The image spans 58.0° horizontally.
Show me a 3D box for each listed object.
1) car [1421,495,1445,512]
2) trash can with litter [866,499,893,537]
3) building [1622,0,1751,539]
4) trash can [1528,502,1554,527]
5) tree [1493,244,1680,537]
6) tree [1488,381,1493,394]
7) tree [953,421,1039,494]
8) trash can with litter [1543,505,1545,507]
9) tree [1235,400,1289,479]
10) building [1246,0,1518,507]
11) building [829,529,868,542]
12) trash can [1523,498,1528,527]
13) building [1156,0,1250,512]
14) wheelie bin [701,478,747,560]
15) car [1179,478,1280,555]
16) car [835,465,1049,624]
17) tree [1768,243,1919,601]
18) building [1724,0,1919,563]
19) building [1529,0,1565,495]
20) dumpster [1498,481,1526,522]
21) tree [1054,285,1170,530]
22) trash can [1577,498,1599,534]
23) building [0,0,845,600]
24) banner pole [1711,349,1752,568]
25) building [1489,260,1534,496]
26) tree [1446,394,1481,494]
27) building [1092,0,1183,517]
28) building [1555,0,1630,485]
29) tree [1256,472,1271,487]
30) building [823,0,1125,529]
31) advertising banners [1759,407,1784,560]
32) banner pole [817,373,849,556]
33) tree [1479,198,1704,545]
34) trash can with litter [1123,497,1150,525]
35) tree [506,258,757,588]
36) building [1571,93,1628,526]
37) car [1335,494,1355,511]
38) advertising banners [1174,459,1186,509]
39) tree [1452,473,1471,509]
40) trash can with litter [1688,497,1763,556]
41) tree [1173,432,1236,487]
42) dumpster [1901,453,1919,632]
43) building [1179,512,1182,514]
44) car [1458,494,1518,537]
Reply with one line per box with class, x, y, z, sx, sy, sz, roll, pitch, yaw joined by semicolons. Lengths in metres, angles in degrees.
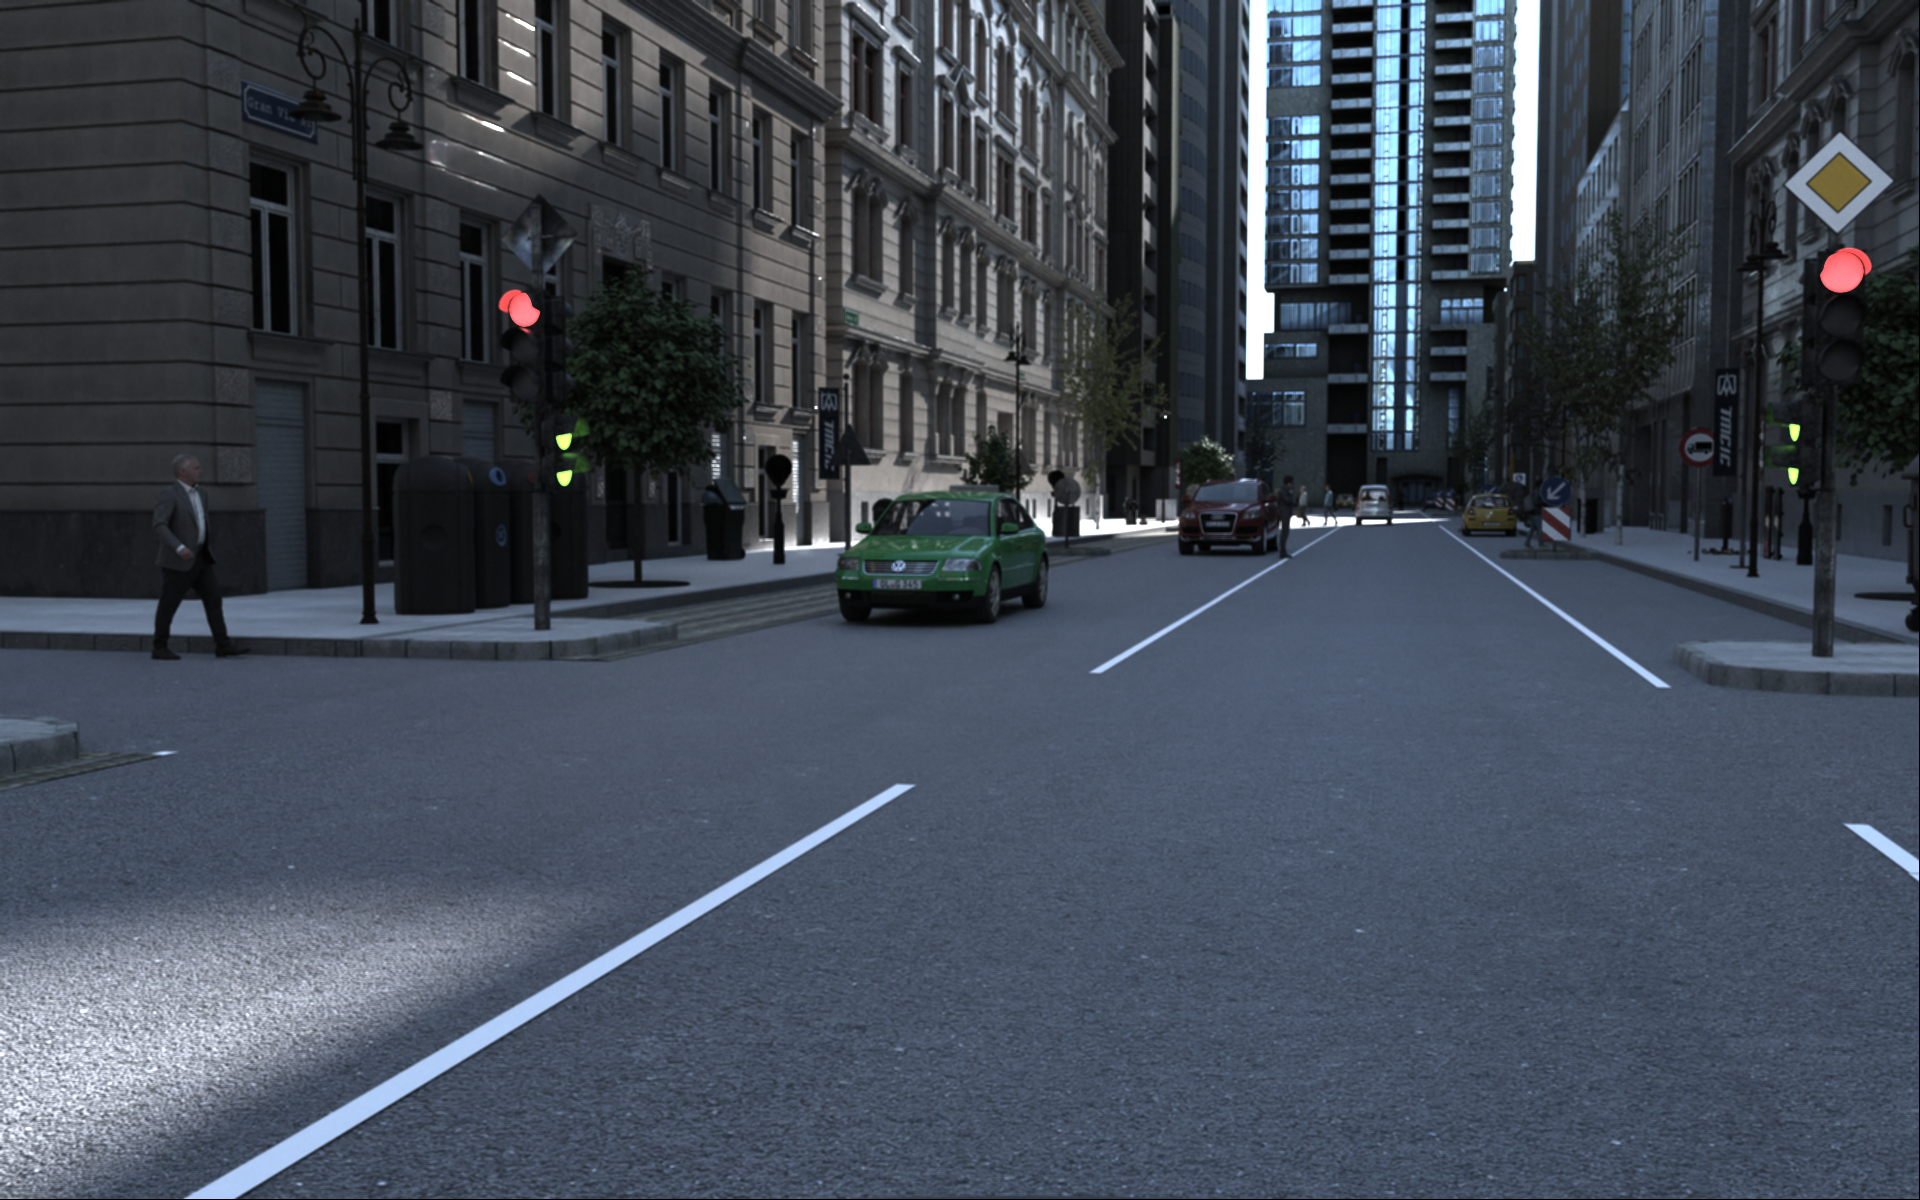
car;38.987;-7.957;142.669;1.945;1.354;3.894;1;4;13
trash can with litter;-1.904;-1.904;42.523;0.624;1.170;1.055;1;4;16
building;29.700;-14.637;57.344;12.078;24.808;19.932;1;4;14
trash can;20.453;-2.981;60.387;0.748;1.137;0.748;0;3;0
tree;18.487;-6.144;50.820;4.360;8.622;3.978;0;3;0
tree;24.401;-7.498;72.948;4.360;8.622;3.978;0;3;0
tree;0.899;-3.037;44.249;1.663;3.219;1.824;0;3;0
trash can with litter;21.858;-3.235;64.281;1.055;1.170;0.624;1;4;18
tree;23.403;-11.323;135.488;4.360;8.622;3.978;0;3;0
building;44.132;-53.089;180.674;31.000;86.520;22.319;1;4;14
building;-6.351;-16.518;57.457;14.401;28.519;23.554;1;4;14
trash can;22.014;-3.360;66.590;0.748;1.137;0.748;0;3;0
building;11.087;-37.407;153.596;28.212;58.520;21.231;1;4;14
wheelie bin;-4.628;-1.582;33.771;0.693;1.594;0.980;2;4;28
car;6.645;-2.063;42.405;2.281;1.827;5.304;1;4;16
car;-0.121;-0.729;20.708;1.959;1.807;4.718;1;4;14
tree;11.817;-2.297;21.263;4.285;4.588;4.351;0;3;0
building;25.157;-15.199;35.889;14.401;28.519;23.554;1;4;14
building;47.781;-34.743;110.043;21.231;58.520;28.212;1;4;14
dumpster;25.616;-4.564;80.388;1.264;1.857;1.865;1;4;14
tree;5.151;-6.831;62.055;4.737;8.622;4.395;0;3;0
trash can;20.253;-2.706;55.904;0.748;1.137;0.748;0;3;0
building;-11.764;-14.431;33.203;12.463;27.353;25.104;1;4;14
banner pole;13.450;-2.454;30.133;0.401;3.779;0.863;-2;4;-30
building;57.836;-17.981;139.026;27.650;21.520;28.899;1;4;14
tree;37.239;-10.689;125.134;4.737;8.622;4.395;0;3;0
building;4.747;-20.003;98.745;14.160;30.474;14.107;1;4;14
building;39.440;-26.939;90.568;14.600;45.320;14.200;1;4;14
tree;24.624;-8.939;140.762;1.663;3.219;1.824;0;3;0
building;-0.972;-17.934;80.610;14.401;28.519;23.554;1;4;14
advertising banners;16.024;-2.330;34.280;0.090;3.025;2.074;1;4;13
banner pole;-2.564;-2.809;35.946;0.863;3.779;0.401;-2;4;-28
tree;16.425;-5.692;43.420;4.737;8.622;4.395;0;3;0
trash can with litter;7.296;-3.680;71.554;1.055;1.170;0.624;0;4;-6
tree;-4.444;-2.476;24.200;4.285;4.588;4.351;0;3;0
building;33.297;-13.530;75.971;10.420;20.320;16.860;1;4;14
car;33.470;-8.579;150.484;2.015;1.641;3.980;1;4;13
advertising banners;11.384;-5.507;86.227;2.074;3.025;0.090;-3;4;-37
tree;44.157;-9.684;152.934;1.663;3.219;1.824;0;3;0
trash can with litter;16.562;-1.602;37.248;1.678;1.210;2.233;1;4;20
tree;12.869;-6.618;91.923;4.285;4.588;4.351;0;3;0
dumpster;9.228;-0.582;15.282;1.264;1.857;1.865;1;4;14
building;6.327;-35.319;119.464;21.231;58.520;28.212;1;4;14
car;18.266;-3.035;59.847;2.015;1.641;3.980;1;4;14
